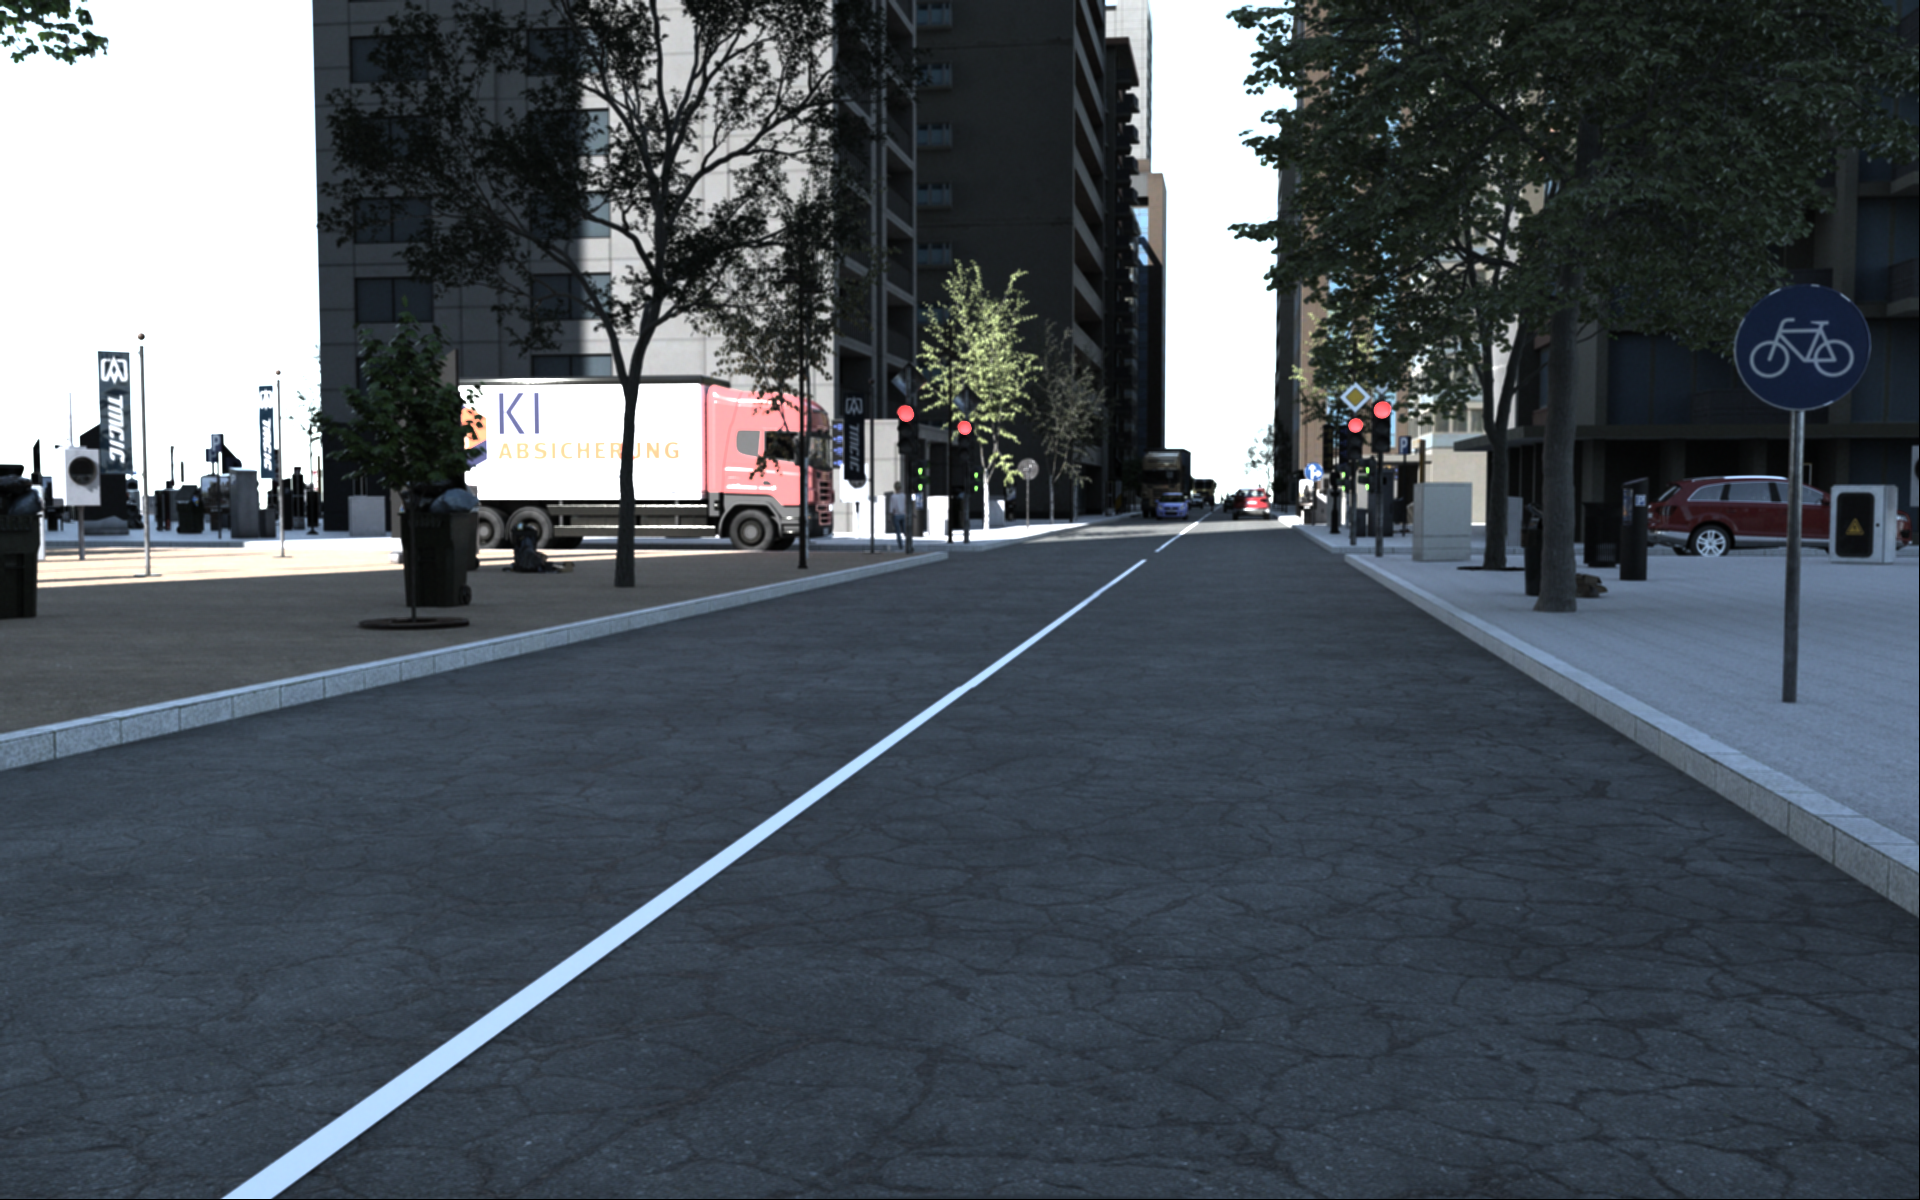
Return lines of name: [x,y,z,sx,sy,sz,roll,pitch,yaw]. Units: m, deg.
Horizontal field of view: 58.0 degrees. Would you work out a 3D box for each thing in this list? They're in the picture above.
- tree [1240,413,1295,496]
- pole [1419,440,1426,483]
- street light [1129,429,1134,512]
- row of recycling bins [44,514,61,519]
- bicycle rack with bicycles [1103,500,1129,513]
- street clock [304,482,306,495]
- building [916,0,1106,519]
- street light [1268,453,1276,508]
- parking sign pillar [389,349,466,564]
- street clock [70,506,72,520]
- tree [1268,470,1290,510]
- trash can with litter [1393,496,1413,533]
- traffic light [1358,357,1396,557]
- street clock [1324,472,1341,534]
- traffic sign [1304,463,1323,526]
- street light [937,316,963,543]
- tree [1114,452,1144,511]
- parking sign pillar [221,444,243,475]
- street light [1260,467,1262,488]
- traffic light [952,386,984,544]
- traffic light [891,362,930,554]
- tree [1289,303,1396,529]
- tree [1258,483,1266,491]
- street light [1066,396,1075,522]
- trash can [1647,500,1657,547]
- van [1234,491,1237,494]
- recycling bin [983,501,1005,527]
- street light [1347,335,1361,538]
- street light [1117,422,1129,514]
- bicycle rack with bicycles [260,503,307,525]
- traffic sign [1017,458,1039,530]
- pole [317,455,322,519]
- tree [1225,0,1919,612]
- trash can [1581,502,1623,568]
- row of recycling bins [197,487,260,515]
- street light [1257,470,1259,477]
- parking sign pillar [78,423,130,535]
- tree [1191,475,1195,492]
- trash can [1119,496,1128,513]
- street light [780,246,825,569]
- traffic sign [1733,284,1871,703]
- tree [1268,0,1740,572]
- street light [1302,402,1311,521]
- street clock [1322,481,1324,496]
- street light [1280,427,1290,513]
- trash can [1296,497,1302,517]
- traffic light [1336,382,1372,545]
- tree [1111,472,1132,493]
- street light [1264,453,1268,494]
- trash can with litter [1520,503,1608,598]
tree: [35.814,-16.239,199.918,7.601,10.594,8.767,1,4,23]
pole: [17.345,-4.353,65.013,0.158,3.312,0.155,0,3,0]
street light: [11.828,-9.046,120.691,0.468,5.910,1.993,1,4,9]
row of recycling bins: [-46.338,-5.051,89.701,1.069,1.692,3.534,3,5,41]
bicycle rack with bicycles: [10.097,-6.182,114.455,2.852,0.926,2.925,0,4,7]
street clock: [-39.522,-6.084,104.050,0.358,2.002,0.471,1,4,18]
building: [-3.162,-29.062,98.864,21.300,48.544,21.600,1,4,9]
street light: [28.681,-11.347,158.304,0.468,5.910,1.993,1,4,9]
parking sign pillar: [-9.967,-2.689,32.431,1.447,3.967,1.447,0,4,4]
street clock: [-44.753,-5.056,87.238,0.471,2.002,0.358,-2,4,-35]
tree: [29.678,-10.148,160.524,1.663,3.219,1.824,0,3,0]
trash can with litter: [14.868,-2.816,57.094,2.233,1.210,1.678,1,4,10]
traffic light: [8.568,-2.841,35.367,0.839,4.253,0.868,1,4,9]
street clock: [12.153,-3.154,56.144,0.358,2.002,0.471,2,4,31]
traffic sign: [14.323,-4.286,70.175,0.768,2.556,0.104,1,4,9]
street light: [-0.256,-4.422,45.090,0.468,5.910,1.993,1,4,9]
tree: [13.564,-9.162,133.518,4.285,4.588,4.351,0,3,0]
parking sign pillar: [-38.436,-6.305,91.564,1.447,3.967,1.447,1,4,13]
street light: [36.649,-14.396,208.155,0.468,5.910,1.993,1,4,9]
traffic light: [0.186,-3.416,44.772,0.839,4.253,0.868,1,4,9]
traffic light: [-1.074,-2.934,36.886,0.839,4.253,0.868,1,4,9]
tree: [14.284,-6.941,63.843,4.737,8.622,4.395,0,3,0]
tree: [47.079,-16.967,272.007,1.663,3.219,1.824,0,3,0]
street light: [5.032,-6.451,78.267,0.468,5.910,1.993,1,4,9]
trash can: [16.596,-1.856,41.997,0.748,1.137,0.748,0,3,0]
van: [41.414,-15.309,257.314,2.013,2.044,4.112,1,4,9]
recycling bin: [1.323,-3.383,67.860,0.722,1.027,0.722,-1,4,-13]
street light: [11.430,-4.743,50.333,0.468,5.910,1.993,1,4,9]
street light: [10.357,-8.471,111.281,0.468,5.910,1.993,1,4,9]
bicycle rack with bicycles: [-28.784,-3.610,72.402,2.852,0.926,2.925,1,4,19]
traffic sign: [2.420,-3.774,61.805,0.768,2.556,0.104,1,4,11]
pole: [-33.574,-5.927,90.749,0.158,3.312,0.155,0,3,0]
tree: [6.915,-6.133,18.399,7.486,12.596,7.792,0,3,0]
trash can: [11.262,-1.144,30.354,0.748,1.137,0.748,0,3,0]
row of recycling bins: [-41.512,-5.569,98.169,3.534,1.692,1.069,-3,5,-42]
street light: [41.967,-16.450,241.736,0.468,5.910,1.993,1,4,9]
parking sign pillar: [-26.929,-4.031,54.378,1.447,3.967,1.447,-3,4,-37]
tree: [36.146,-17.867,275.837,4.285,4.588,4.351,0,3,0]
trash can: [10.993,-6.439,116.930,0.748,1.137,0.748,0,3,0]
street light: [-2.715,-3.481,29.703,0.468,5.910,1.993,1,4,9]
traffic sign: [5.116,-0.642,10.606,0.768,2.556,0.104,1,4,13]
tree: [8.981,-6.297,28.715,9.928,11.665,9.643,0,3,0]
street light: [16.643,-6.763,83.365,0.468,5.910,1.993,1,4,9]
street clock: [16.870,-4.601,79.801,0.358,2.002,0.471,0,4,7]
street light: [23.358,-9.327,125.290,0.468,5.910,1.993,1,4,9]
trash can: [19.275,-5.269,97.803,0.748,1.137,0.748,0,3,0]
traffic light: [9.828,-3.323,43.252,0.839,4.253,0.868,1,4,9]
tree: [11.969,-8.178,128.308,1.663,3.219,1.824,0,3,0]
street light: [34.036,-13.407,191.991,0.468,5.910,1.993,1,4,9]
trash can with litter: [7.603,-0.635,21.776,1.055,1.170,0.624,3,5,39]
